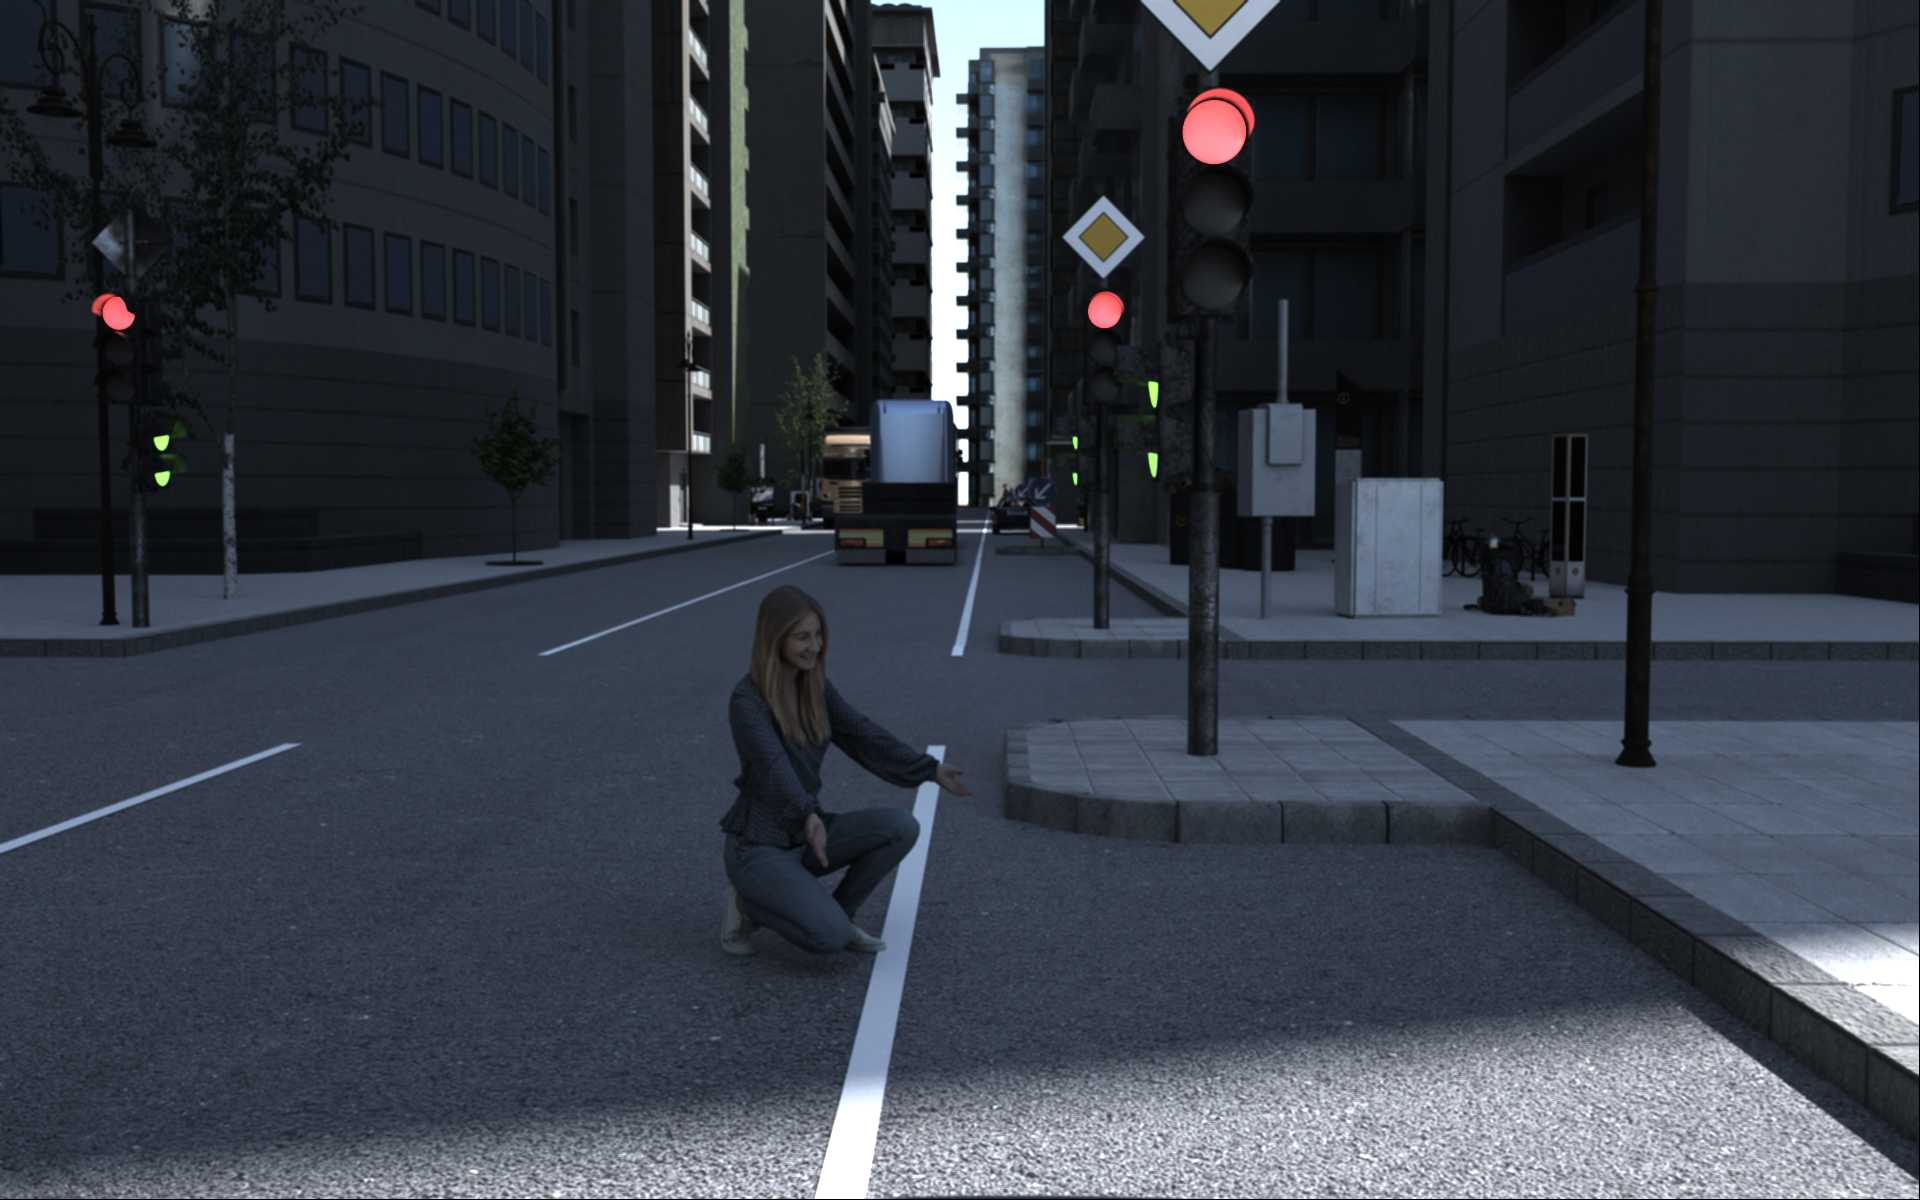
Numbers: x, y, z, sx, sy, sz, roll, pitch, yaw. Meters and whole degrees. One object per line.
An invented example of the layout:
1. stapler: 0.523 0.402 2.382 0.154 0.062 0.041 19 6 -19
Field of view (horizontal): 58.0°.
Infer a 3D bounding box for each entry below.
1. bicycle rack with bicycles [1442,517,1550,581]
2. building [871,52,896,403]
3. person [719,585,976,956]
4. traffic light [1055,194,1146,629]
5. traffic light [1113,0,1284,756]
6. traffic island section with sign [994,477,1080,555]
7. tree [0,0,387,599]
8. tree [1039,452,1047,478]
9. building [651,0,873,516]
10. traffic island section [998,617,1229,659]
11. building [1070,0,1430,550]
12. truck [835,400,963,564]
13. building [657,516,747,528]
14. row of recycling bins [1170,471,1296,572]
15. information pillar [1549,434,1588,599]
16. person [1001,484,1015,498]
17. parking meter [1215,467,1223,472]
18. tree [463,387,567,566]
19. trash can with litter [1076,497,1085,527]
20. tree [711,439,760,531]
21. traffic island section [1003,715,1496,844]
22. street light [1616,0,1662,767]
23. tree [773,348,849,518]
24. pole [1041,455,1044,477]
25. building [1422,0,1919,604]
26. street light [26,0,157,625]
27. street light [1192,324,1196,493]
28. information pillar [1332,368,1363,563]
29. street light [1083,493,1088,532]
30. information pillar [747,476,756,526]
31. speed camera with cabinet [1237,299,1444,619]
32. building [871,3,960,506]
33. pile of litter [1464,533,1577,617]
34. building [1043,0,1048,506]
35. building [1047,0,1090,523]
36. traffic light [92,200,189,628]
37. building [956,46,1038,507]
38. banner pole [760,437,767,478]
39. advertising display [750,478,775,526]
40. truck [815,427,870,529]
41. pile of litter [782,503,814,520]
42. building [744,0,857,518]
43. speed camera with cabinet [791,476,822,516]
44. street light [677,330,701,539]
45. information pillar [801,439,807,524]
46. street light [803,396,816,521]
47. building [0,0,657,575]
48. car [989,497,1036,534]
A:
1. bicycle rack with bicycles: 7.418 -0.789 26.283 2.852 0.926 2.925 -1 4 -17
2. building: -17.901 -28.133 151.852 23.993 40.220 32.217 0 4 1
3. person: -0.361 0.526 5.402 0.738 1.151 1.012 3 4 38
4. traffic light: 1.331 -1.682 16.419 0.839 4.253 0.868 0 4 1
5. traffic light: 1.179 -1.194 8.435 0.839 4.253 0.868 0 4 1
6. traffic island section with sign: 1.849 -2.006 41.422 1.989 1.847 2.006 0 4 1
7. tree: -9.167 -4.317 20.944 4.360 8.622 3.978 0 3 0
8. tree: 6.016 -6.827 95.336 4.285 4.588 4.351 0 3 0
9. building: -13.528 -26.693 120.021 14.154 41.232 14.086 0 4 1
10. traffic island section: 1.371 0.352 16.532 2.009 0.180 2.903 0 4 1
11. building: 14.723 -26.387 51.028 23.786 49.044 30.456 0 4 1
12. truck: -1.334 -3.297 43.663 2.967 4.110 18.799 0 4 0
13. building: -16.221 -23.472 67.363 14.154 41.232 14.086 0 4 1
14. row of recycling bins: 4.758 -1.420 30.331 1.069 1.692 3.534 -1 4 -20
15. information pillar: 7.466 -1.025 21.257 0.304 2.012 0.304 -1 4 -23
16. person: 1.958 -3.776 70.043 0.655 1.846 0.447 3 4 37
17. parking meter: 5.346 -1.874 36.357 0.255 1.863 0.399 3 5 44
18. tree: -7.966 -2.251 31.401 1.663 3.219 1.824 0 3 0
19. trash can with litter: 4.924 -3.501 68.633 0.624 1.170 1.055 0 4 -2
20. tree: -7.745 -4.016 60.264 1.663 3.219 1.824 0 3 0
21. traffic island section: 1.219 0.840 8.548 2.009 0.180 2.903 0 4 1
22. street light: 3.204 -2.156 8.033 0.468 5.910 1.993 0 4 1
23. tree: -7.658 -8.429 88.172 4.737 8.622 4.395 0 3 0
24. pole: 4.348 -5.946 91.058 0.158 3.312 0.155 0 3 0
25. building: 23.298 -29.521 24.662 28.212 58.520 21.231 0 4 1
26. street light: -8.352 -2.694 16.830 0.468 5.910 1.993 0 4 1
27. street light: 3.585 -3.268 26.221 0.468 5.910 1.993 0 4 1
28. information pillar: 7.222 -2.502 32.262 0.504 3.616 0.183 1 4 23
29. street light: 4.258 -5.243 58.516 0.468 5.910 1.993 0 4 1
30. information pillar: -8.477 -4.032 70.413 0.304 2.012 0.304 -1 4 -20
31. speed camera with cabinet: 3.948 -1.447 17.990 2.038 3.252 0.660 0 4 -7
32. building: -14.061 -36.683 189.008 27.495 52.752 28.713 0 4 1
33. pile of litter: 6.114 -0.300 18.877 1.176 0.858 1.719 1 4 15
34. building: 16.532 -35.632 124.581 21.231 58.520 28.212 0 4 1
35. building: 11.115 -18.972 81.894 14.160 30.474 14.107 0 4 1
36. traffic light: -7.879 -1.692 16.578 0.839 4.253 0.868 0 4 1
37. building: 14.857 -34.635 185.887 30.456 49.044 23.786 0 4 1
38. banner pole: -8.611 -5.265 76.094 0.401 3.779 0.863 -2 4 -29
39. advertising display: -7.848 -3.892 68.843 0.974 1.923 0.123 0 4 7
40. truck: -4.460 -5.217 74.211 2.839 4.237 11.283 0 4 -1
41. pile of litter: -8.093 -4.377 85.524 1.719 0.858 1.176 1 4 17
42. building: -17.618 -29.258 102.063 21.300 48.544 21.600 0 4 1
43. speed camera with cabinet: -7.902 -5.943 91.512 2.038 3.252 0.660 -1 4 -14
44. street light: -7.663 -4.665 49.064 0.468 5.910 1.993 0 4 1
45. information pillar: -6.652 -5.030 73.591 0.183 3.616 0.504 0 4 3
46. street light: -7.077 -6.661 81.696 0.468 5.910 1.993 0 4 1
47. building: -20.094 -30.325 37.809 21.231 58.520 28.212 0 4 1
48. car: 2.032 -3.076 62.875 1.945 1.354 3.894 0 4 0
